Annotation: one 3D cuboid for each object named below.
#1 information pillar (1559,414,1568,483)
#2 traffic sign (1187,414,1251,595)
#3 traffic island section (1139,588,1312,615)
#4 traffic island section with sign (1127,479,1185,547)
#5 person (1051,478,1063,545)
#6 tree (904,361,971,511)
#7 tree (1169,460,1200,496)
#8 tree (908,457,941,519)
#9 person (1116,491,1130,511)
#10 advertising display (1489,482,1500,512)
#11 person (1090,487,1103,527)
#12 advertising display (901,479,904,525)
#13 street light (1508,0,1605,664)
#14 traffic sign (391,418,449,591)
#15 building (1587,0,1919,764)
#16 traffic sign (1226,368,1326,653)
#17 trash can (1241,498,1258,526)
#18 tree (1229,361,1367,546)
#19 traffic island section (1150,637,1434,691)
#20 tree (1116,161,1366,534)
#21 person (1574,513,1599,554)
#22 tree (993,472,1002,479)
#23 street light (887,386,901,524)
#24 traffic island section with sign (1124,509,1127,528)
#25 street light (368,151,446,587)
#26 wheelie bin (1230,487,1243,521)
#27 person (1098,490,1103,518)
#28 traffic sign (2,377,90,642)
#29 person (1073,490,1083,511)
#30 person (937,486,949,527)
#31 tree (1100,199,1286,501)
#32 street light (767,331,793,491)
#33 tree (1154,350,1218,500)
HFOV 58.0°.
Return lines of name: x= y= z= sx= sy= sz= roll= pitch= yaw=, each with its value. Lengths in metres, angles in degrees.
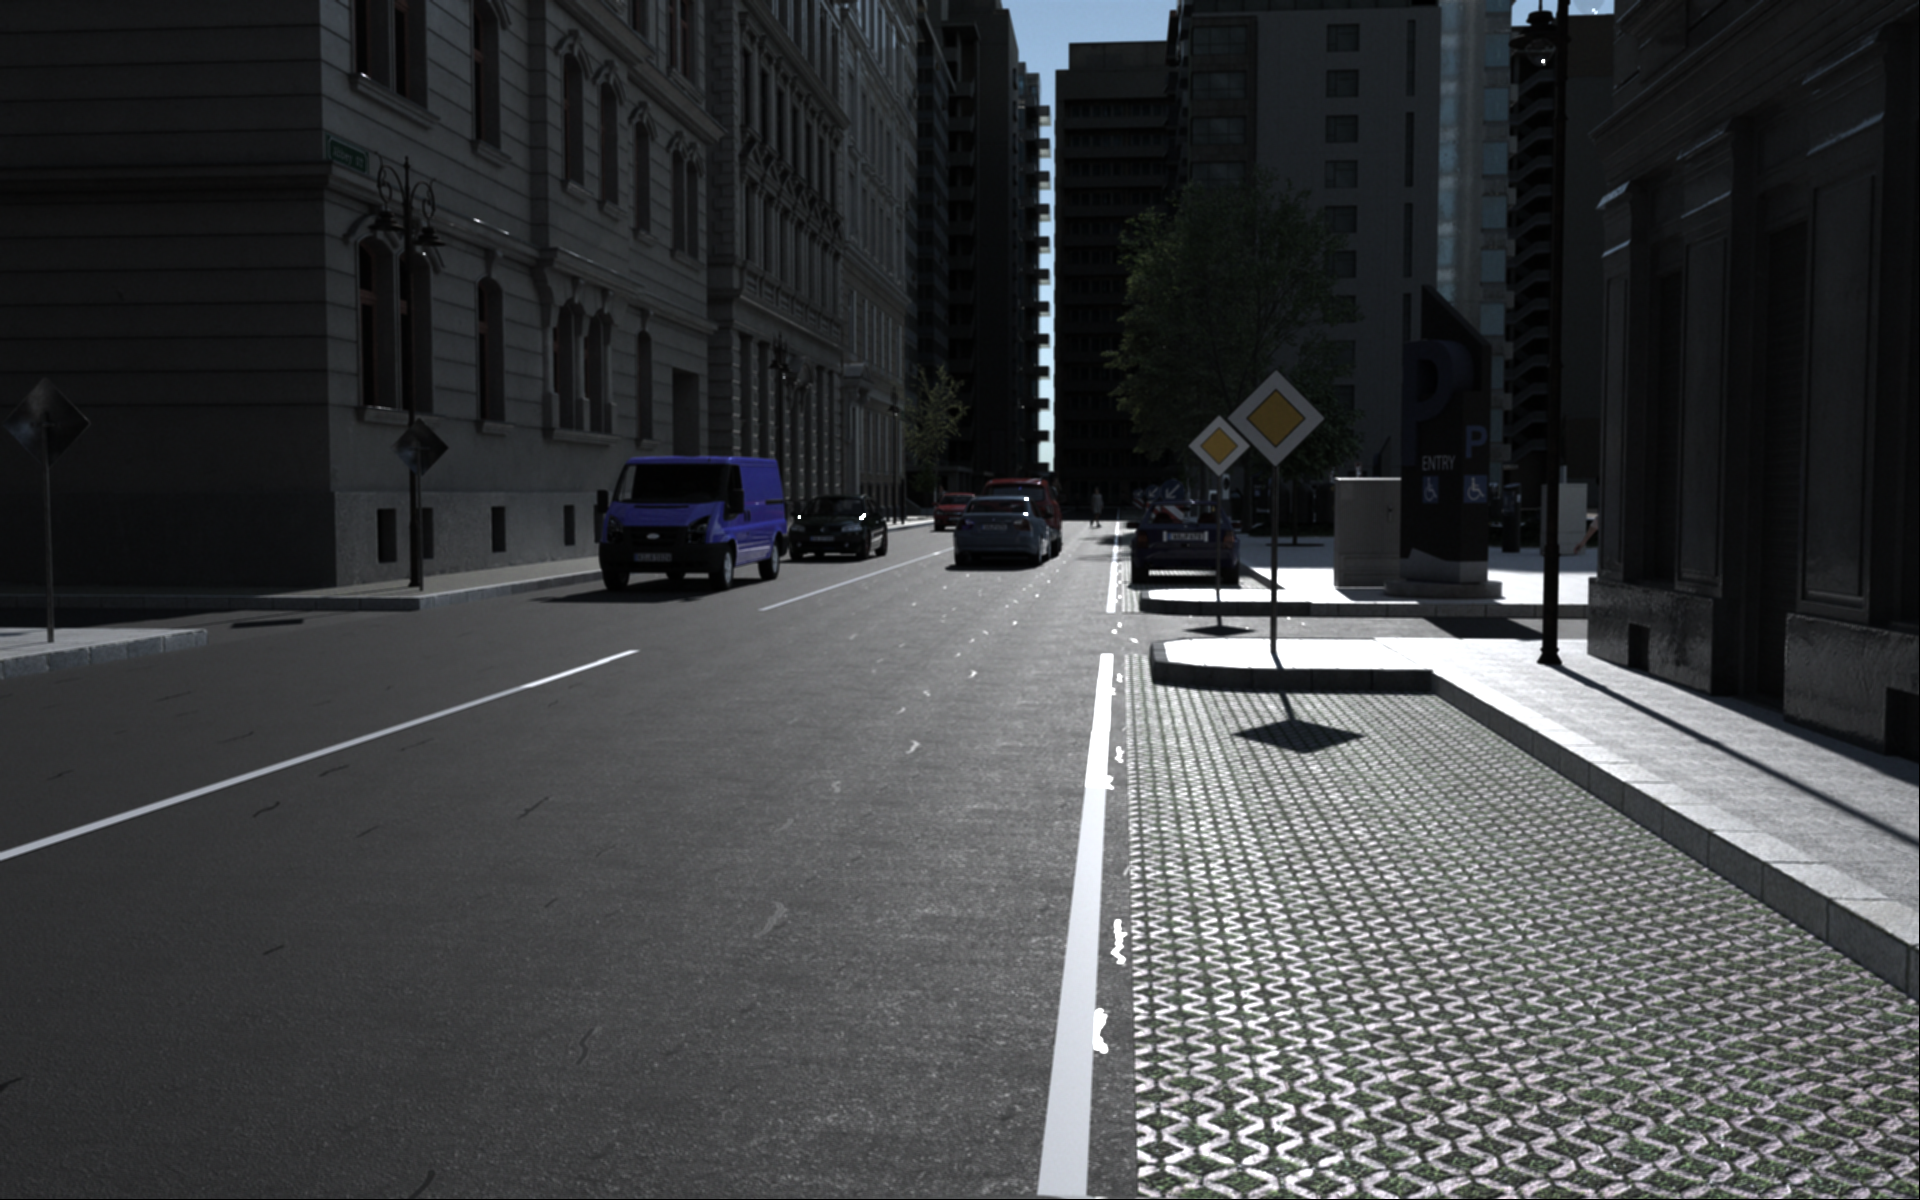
information pillar: x=17.636 y=-3.626 z=50.636 sx=0.183 sy=3.616 sz=0.504 roll=0 pitch=4 yaw=6
traffic sign: x=3.267 y=-1.117 z=21.901 sx=0.795 sy=2.450 sz=0.064 roll=0 pitch=4 yaw=5
traffic island section: x=3.291 y=0.019 z=21.976 sx=2.009 sy=0.180 sz=2.903 roll=0 pitch=4 yaw=5
traffic island section with sign: x=5.570 y=-2.314 z=46.470 sx=1.989 sy=1.847 sz=2.006 roll=0 pitch=4 yaw=5
person: x=2.712 y=-2.528 z=49.188 sx=0.474 sy=1.900 sz=0.648 roll=0 pitch=4 yaw=6
tree: x=-1.605 y=-8.852 z=95.093 sx=4.360 sy=8.622 sz=3.978 roll=0 pitch=3 yaw=0
tree: x=12.524 y=-6.316 z=97.872 sx=1.663 sy=3.219 sz=1.824 roll=0 pitch=3 yaw=0
tree: x=-1.724 y=-5.885 z=90.819 sx=1.663 sy=3.219 sz=1.824 roll=0 pitch=3 yaw=0
person: x=13.980 y=-8.522 z=148.538 sx=1.217 sy=1.736 sz=0.721 roll=1 pitch=4 yaw=9
advertising display: x=27.716 y=-5.217 z=90.513 sx=0.123 sy=1.923 sz=0.974 roll=-3 pitch=5 yaw=-43
person: x=5.893 y=-4.030 z=75.146 sx=0.466 sy=1.731 sz=0.760 roll=-3 pitch=5 yaw=-43
advertising display: x=-2.426 y=-4.169 z=73.385 sx=0.123 sy=1.923 sz=0.974 roll=0 pitch=4 yaw=-3
street light: x=4.466 y=-2.456 z=12.944 sx=0.468 sy=5.910 sz=1.993 roll=0 pitch=4 yaw=5
traffic sign: x=-7.131 y=-1.177 z=22.879 sx=0.795 sy=2.450 sz=0.064 roll=0 pitch=4 yaw=5
building: x=8.872 y=-9.468 z=3.946 sx=9.793 sy=20.994 sz=18.267 roll=0 pitch=4 yaw=5
traffic sign: x=2.532 y=-0.630 z=13.950 sx=0.795 sy=2.450 sz=0.064 roll=0 pitch=4 yaw=5
trash can: x=11.606 y=-3.542 z=69.566 sx=0.748 sy=1.137 sz=0.748 roll=0 pitch=3 yaw=0
tree: x=8.305 y=-3.630 z=43.072 sx=4.285 sy=4.588 sz=4.351 roll=0 pitch=3 yaw=0
traffic island section: x=2.556 y=0.505 z=14.025 sx=2.009 sy=0.180 sz=2.903 roll=0 pitch=4 yaw=5
tree: x=9.155 y=-7.952 z=55.778 sx=9.928 sy=11.665 sz=9.643 roll=0 pitch=3 yaw=0
person: x=6.551 y=-0.508 z=17.473 sx=0.731 sy=1.740 sz=0.598 roll=0 pitch=4 yaw=-6
tree: x=2.935 y=-9.543 z=150.630 sx=1.663 sy=3.219 sz=1.824 roll=0 pitch=3 yaw=0
street light: x=-2.808 y=-6.199 z=74.146 sx=0.468 sy=5.910 sz=1.993 roll=0 pitch=4 yaw=5
traffic island section with sign: x=8.071 y=-3.968 z=73.510 sx=1.989 sy=1.847 sz=2.006 roll=0 pitch=4 yaw=5
street light: x=-7.561 y=-3.123 z=23.847 sx=0.468 sy=5.910 sz=1.993 roll=0 pitch=4 yaw=5
wheelie bin: x=13.255 y=-4.589 z=82.934 sx=0.693 sy=1.594 sz=0.980 roll=0 pitch=4 yaw=2
person: x=8.406 y=-5.849 z=105.058 sx=0.541 sy=1.710 sz=0.530 roll=-1 pitch=4 yaw=-18
traffic sign: x=-7.866 y=-0.690 z=14.928 sx=0.795 sy=2.450 sz=0.064 roll=0 pitch=4 yaw=5
person: x=9.827 y=-8.248 z=144.071 sx=0.721 sy=1.736 sz=1.217 roll=-3 pitch=5 yaw=-39
person: x=-0.713 y=-4.152 z=76.566 sx=0.592 sy=1.802 sz=0.473 roll=0 pitch=4 yaw=2
tree: x=9.182 y=-9.133 z=67.454 sx=7.486 sy=12.596 sz=7.792 roll=0 pitch=3 yaw=0
street light: x=-5.104 y=-4.682 z=49.336 sx=0.468 sy=5.910 sz=1.993 roll=0 pitch=4 yaw=5
tree: x=11.366 y=-8.281 z=85.764 sx=4.737 sy=8.622 sz=4.395 roll=0 pitch=3 yaw=0
